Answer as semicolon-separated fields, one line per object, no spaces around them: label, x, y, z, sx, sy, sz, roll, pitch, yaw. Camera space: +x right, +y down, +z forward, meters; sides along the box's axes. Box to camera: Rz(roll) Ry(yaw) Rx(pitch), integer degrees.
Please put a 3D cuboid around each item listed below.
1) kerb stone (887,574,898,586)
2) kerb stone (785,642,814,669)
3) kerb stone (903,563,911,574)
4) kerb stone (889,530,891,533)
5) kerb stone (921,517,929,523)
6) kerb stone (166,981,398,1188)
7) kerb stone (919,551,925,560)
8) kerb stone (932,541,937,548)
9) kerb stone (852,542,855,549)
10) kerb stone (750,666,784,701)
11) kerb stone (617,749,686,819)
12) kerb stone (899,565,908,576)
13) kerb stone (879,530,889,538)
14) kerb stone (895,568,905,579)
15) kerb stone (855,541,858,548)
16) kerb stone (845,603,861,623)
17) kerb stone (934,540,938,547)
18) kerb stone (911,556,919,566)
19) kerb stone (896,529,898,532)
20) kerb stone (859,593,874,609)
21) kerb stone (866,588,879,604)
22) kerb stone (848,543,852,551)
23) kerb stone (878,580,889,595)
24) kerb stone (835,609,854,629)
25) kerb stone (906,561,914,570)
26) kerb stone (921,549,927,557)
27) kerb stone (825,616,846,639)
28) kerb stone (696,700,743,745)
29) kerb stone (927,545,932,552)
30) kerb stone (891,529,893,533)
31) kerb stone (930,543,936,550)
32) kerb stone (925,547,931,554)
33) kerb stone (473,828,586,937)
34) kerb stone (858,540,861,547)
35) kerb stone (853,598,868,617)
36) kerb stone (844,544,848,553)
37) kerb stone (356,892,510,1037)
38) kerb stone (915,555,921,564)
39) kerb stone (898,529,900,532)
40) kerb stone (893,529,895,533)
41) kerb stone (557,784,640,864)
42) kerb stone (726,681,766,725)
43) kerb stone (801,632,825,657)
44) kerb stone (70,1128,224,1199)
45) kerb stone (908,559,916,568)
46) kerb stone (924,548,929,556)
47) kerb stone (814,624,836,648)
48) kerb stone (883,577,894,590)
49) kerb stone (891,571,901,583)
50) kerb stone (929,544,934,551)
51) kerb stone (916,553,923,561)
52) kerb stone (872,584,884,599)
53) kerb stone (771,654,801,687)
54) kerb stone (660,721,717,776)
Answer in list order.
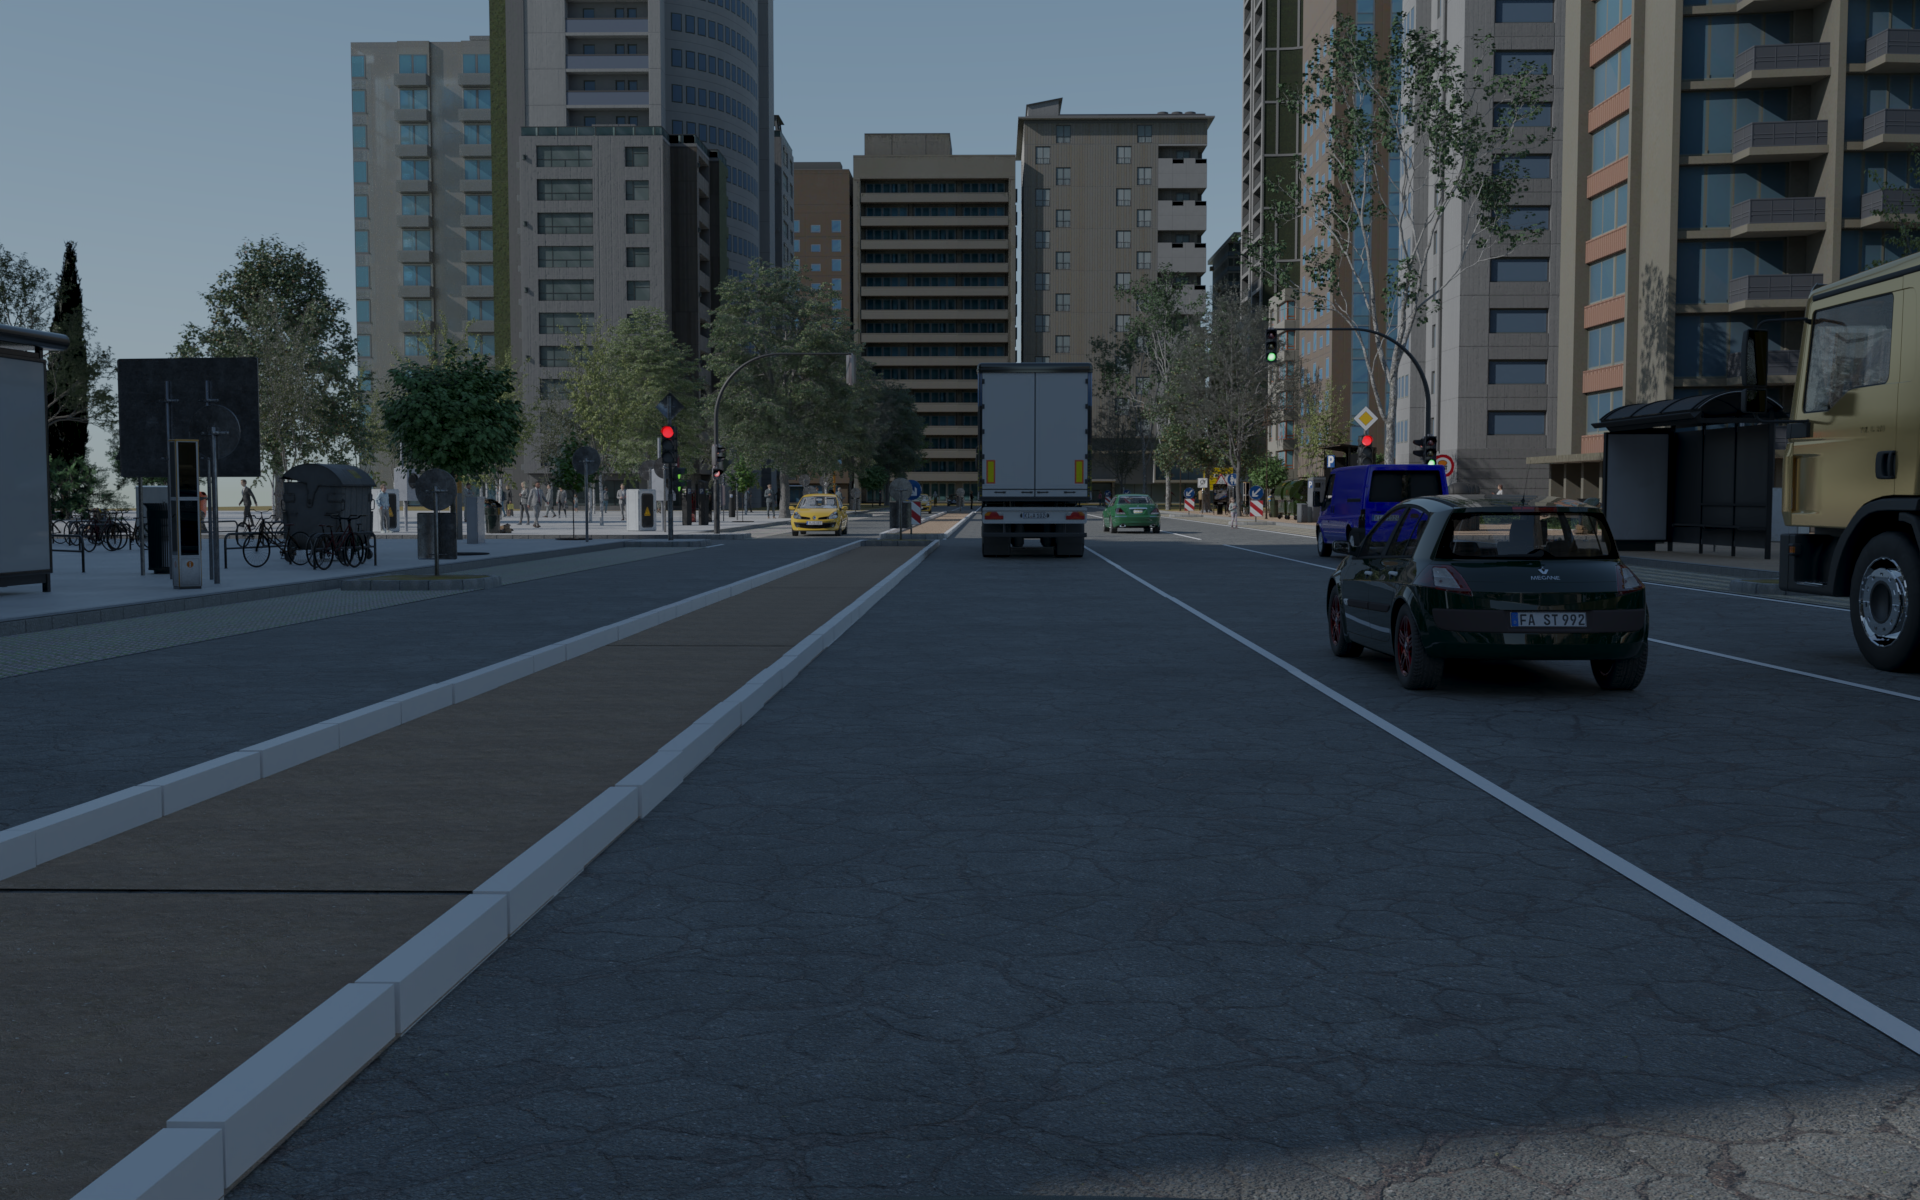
kerb stone;-1.083;-0.268;26.575;0.120;0.150;1.000;0;4;1
kerb stone;-1.341;0.486;14.278;0.120;0.150;1.000;0;4;1
kerb stone;-1.002;-0.518;30.670;0.120;0.150;1.000;0;4;1
kerb stone;-2.516;-2.248;58.949;0.120;0.150;1.000;0;4;1
kerb stone;-1.859;-4.192;90.727;0.120;0.150;1.000;0;4;1
kerb stone;-1.552;1.110;4.043;0.120;0.150;1.000;0;4;1
kerb stone;-0.871;-0.895;36.834;0.120;0.150;1.000;0;4;1
kerb stone;-0.721;-1.334;44.007;0.120;0.150;1.000;0;4;1
kerb stone;-2.829;-1.331;43.997;0.120;0.150;1.000;0;4;1
kerb stone;-1.381;0.610;12.229;0.120;0.150;1.000;0;4;1
kerb stone;-1.452;0.860;8.142;0.120;0.150;1.000;0;4;1
kerb stone;-1.027;-0.456;29.648;0.120;0.150;1.000;0;4;1
kerb stone;-2.541;-2.185;57.917;0.120;0.150;1.000;0;4;1
kerb stone;-1.045;-0.393;28.618;0.120;0.150;1.000;0;4;1
kerb stone;-2.804;-1.396;45.018;0.120;0.150;1.000;0;4;1
kerb stone;-1.233;0.172;19.407;0.120;0.150;1.000;0;4;1
kerb stone;-0.706;-1.397;45.034;0.120;0.150;1.000;0;4;1
kerb stone;-0.936;-0.706;33.760;0.120;0.150;1.000;0;4;1
kerb stone;-2.438;-2.499;63.047;0.120;0.150;1.000;0;4;1
kerb stone;-1.193;0.046;21.451;0.120;0.150;1.000;0;4;1
kerb stone;-1.172;-0.017;22.473;0.120;0.150;1.000;0;4;1
kerb stone;-2.848;-1.271;42.975;0.120;0.150;1.000;0;4;1
kerb stone;-1.128;-0.142;24.516;0.120;0.150;1.000;0;4;1
kerb stone;-1.256;0.233;18.384;0.120;0.150;1.000;0;4;1
kerb stone;-0.975;-0.582;31.705;0.120;0.150;1.000;0;4;1
kerb stone;-0.848;-0.958;37.855;0.120;0.150;1.000;0;4;1
kerb stone;-1.274;0.296;17.360;0.120;0.150;1.000;0;4;1
kerb stone;-1.425;0.735;10.186;0.120;0.150;1.000;0;4;1
kerb stone;-0.797;-1.146;40.935;0.120;0.150;1.000;0;4;1
kerb stone;-2.498;-2.310;59.975;0.120;0.150;1.000;0;4;1
kerb stone;-0.740;-1.272;42.985;0.120;0.150;1.000;0;4;1
kerb stone;-0.808;-1.083;39.909;0.120;0.150;1.000;0;4;1
kerb stone;-1.504;0.985;6.097;0.120;0.150;1.000;0;4;1
kerb stone;-2.790;-1.457;46.040;0.120;0.150;1.000;0;4;1
kerb stone;-1.208;0.110;20.429;0.120;0.150;1.000;0;4;1
kerb stone;-2.867;-1.207;41.942;0.120;0.150;1.000;0;4;1
kerb stone;-1.525;1.050;5.066;0.120;0.150;1.000;0;4;1
kerb stone;-0.911;-0.770;34.784;0.120;0.150;1.000;0;4;1
kerb stone;-2.416;-2.561;64.069;0.120;0.150;1.000;0;4;1
kerb stone;-2.483;-2.373;60.997;0.120;0.150;1.000;0;4;1
kerb stone;-1.488;0.927;7.119;0.120;0.150;1.000;0;4;1
kerb stone;-1.397;0.673;11.207;0.120;0.150;1.000;0;4;1
kerb stone;-1.324;0.424;15.311;0.120;0.150;1.000;0;4;1
kerb stone;-1.566;1.177;3.017;0.120;0.150;1.000;0;4;1
kerb stone;-0.958;-0.641;32.728;0.120;0.150;1.000;0;4;1
kerb stone;-0.838;-1.021;38.887;0.120;0.150;1.000;0;4;1
kerb stone;-1.298;0.359;16.332;0.120;0.150;1.000;0;4;1
kerb stone;-1.105;-0.204;25.541;0.120;0.150;1.000;0;4;1
kerb stone;-1.060;-0.329;27.596;0.120;0.150;1.000;0;4;1
kerb stone;-0.773;-1.205;41.956;0.120;0.150;1.000;0;4;1
kerb stone;-0.894;-0.832;35.807;0.120;0.150;1.000;0;4;1
kerb stone;-1.151;-0.077;23.494;0.120;0.150;1.000;0;4;1
kerb stone;-1.356;0.552;13.251;0.120;0.150;1.000;0;4;1
kerb stone;-1.441;0.797;9.164;0.120;0.150;1.000;0;4;1
